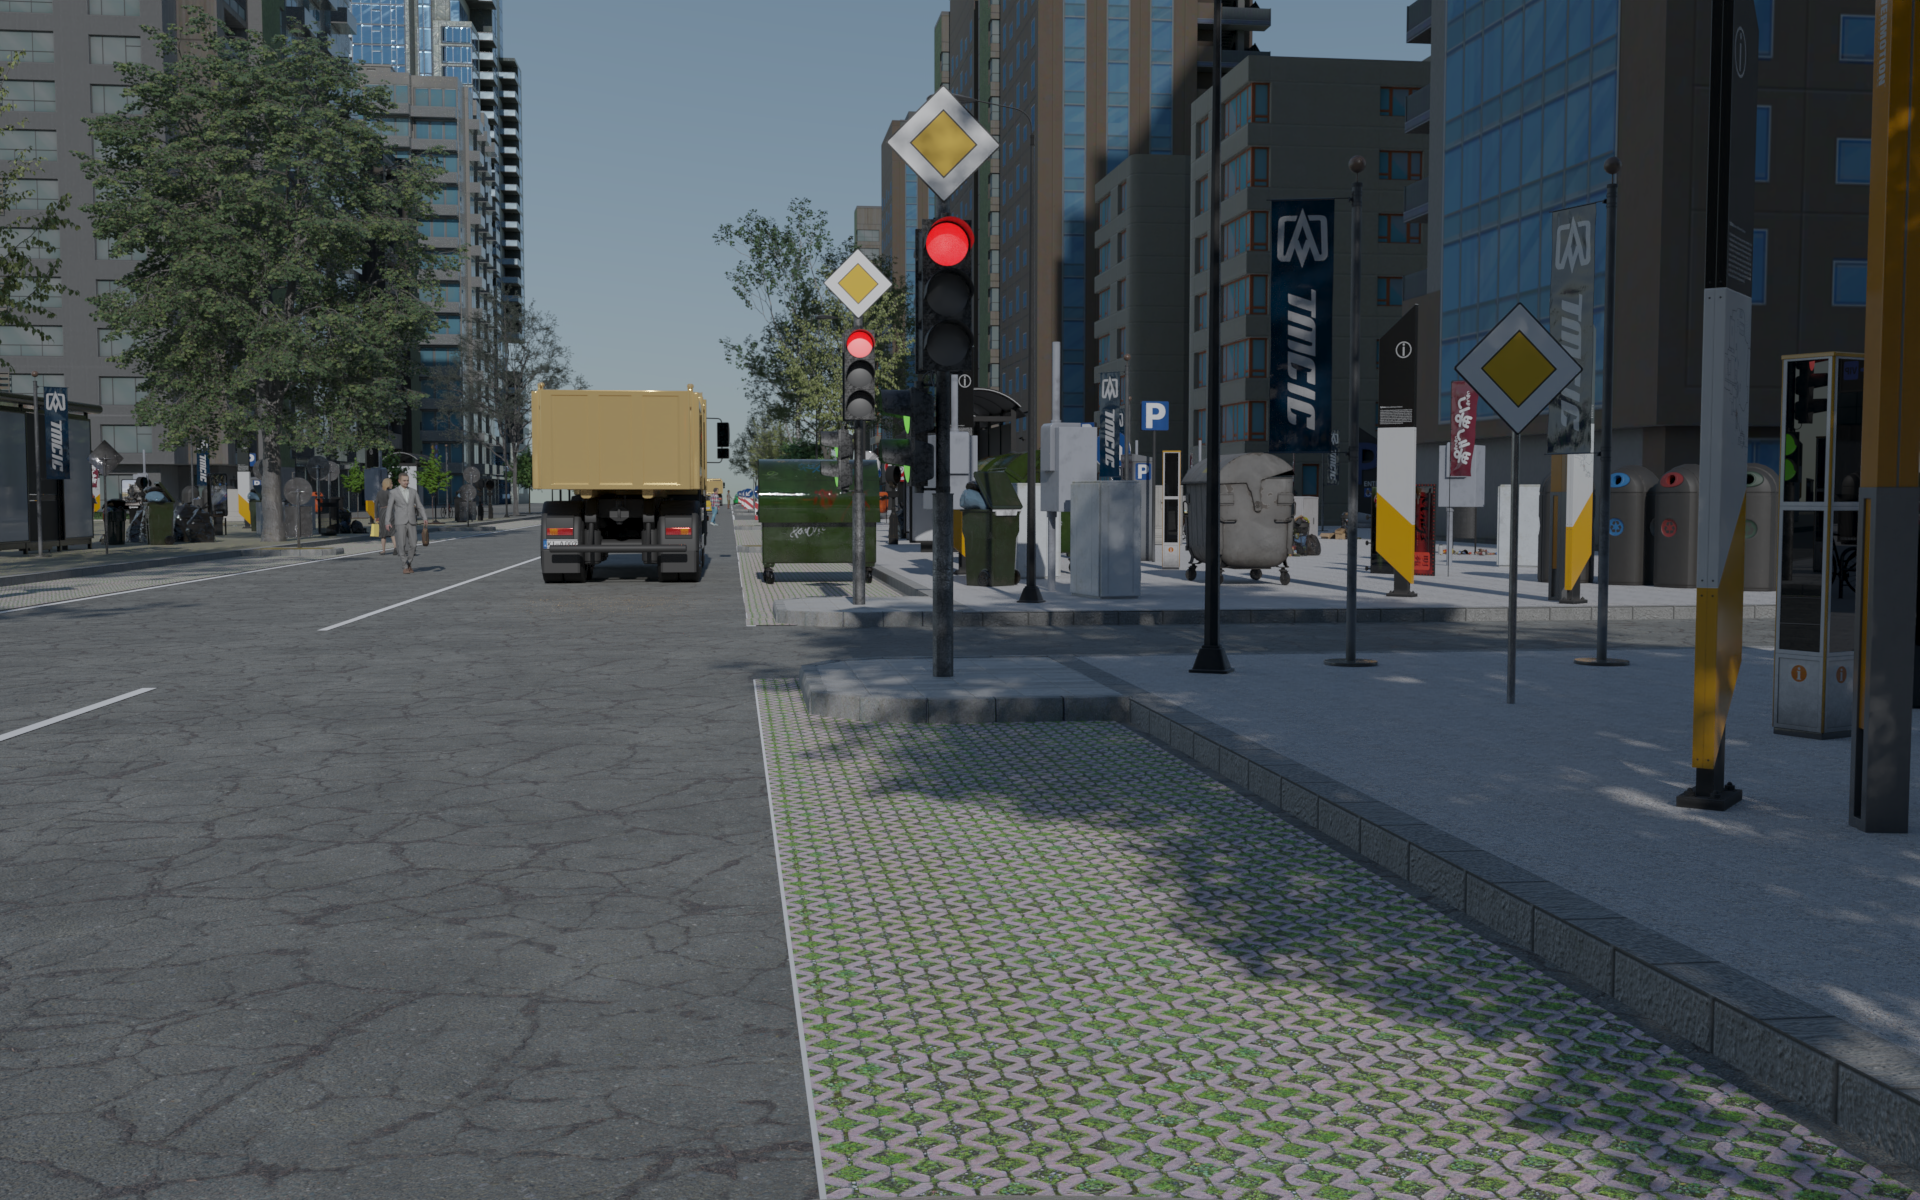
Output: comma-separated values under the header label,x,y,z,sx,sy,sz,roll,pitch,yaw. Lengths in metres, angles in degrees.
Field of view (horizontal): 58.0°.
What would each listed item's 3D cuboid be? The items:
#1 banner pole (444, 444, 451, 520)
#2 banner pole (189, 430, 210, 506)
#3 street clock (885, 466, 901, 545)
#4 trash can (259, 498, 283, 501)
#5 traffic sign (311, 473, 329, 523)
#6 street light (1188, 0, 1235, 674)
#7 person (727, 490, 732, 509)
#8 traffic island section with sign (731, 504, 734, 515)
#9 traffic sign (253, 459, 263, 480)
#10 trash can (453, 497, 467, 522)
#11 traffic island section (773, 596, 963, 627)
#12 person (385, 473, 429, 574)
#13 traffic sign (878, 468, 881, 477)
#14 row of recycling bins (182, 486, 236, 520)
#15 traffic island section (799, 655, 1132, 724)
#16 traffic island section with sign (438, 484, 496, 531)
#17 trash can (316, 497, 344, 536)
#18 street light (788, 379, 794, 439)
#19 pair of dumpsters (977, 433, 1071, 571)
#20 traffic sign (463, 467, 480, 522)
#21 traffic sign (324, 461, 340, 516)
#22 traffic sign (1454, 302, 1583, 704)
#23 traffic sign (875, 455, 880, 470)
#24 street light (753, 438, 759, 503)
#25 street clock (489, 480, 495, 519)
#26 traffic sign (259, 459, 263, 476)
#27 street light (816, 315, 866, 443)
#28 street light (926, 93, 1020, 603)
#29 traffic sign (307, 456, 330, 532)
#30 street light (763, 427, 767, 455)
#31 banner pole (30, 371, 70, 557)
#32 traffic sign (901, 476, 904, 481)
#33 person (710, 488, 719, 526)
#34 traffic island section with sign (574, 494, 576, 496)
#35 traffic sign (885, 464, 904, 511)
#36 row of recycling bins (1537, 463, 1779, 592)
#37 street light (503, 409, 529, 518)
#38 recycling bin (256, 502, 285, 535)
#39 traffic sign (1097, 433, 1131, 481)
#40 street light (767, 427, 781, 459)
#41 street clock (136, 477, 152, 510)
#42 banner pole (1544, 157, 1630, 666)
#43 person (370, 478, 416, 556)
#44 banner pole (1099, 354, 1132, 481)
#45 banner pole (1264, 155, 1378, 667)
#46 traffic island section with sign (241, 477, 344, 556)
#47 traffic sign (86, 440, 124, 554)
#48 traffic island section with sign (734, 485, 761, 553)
label,x,y,z,sx,sy,sz,roll,pitch,yaw
banner pole,-25.767,-5.935,87.056,0.401,3.779,0.863,-1,4,-21
banner pole,-29.305,-4.689,66.690,0.863,3.779,0.401,-1,4,-20
street clock,-1.692,-2.411,43.991,0.358,2.002,0.471,2,4,25
trash can,-22.741,-2.787,57.222,0.748,1.137,0.748,0,3,0
traffic sign,-24.095,-3.975,65.099,0.768,2.556,0.104,0,4,2
street light,1.280,-2.429,12.261,1.470,5.913,1.316,0,4,-8
person,-21.878,-9.513,164.044,0.705,1.824,1.348,1,4,11
traffic island section with sign,-8.058,-3.723,69.499,1.989,1.847,2.006,0,4,-8
traffic sign,-25.368,-3.851,63.078,0.768,2.556,0.104,0,4,0
trash can,-22.702,-4.111,78.861,0.748,1.137,0.748,0,3,0
traffic island section,-1.151,0.132,20.121,2.009,0.180,2.903,0,4,-8
person,-9.942,-1.377,31.137,0.709,1.813,0.853,-3,4,-38
traffic sign,-3.700,-4.456,72.966,0.768,2.556,0.104,0,4,2
row of recycling bins,-36.863,-4.848,86.371,3.534,1.692,1.069,-2,4,-27
traffic island section,-0.097,0.616,12.205,2.009,0.180,2.903,0,4,-8
traffic island section with sign,-19.134,-3.591,67.337,1.989,1.847,2.006,0,4,-8
trash can,-19.357,-2.535,53.099,0.748,1.137,0.748,0,3,0
street light,-6.320,-5.949,69.812,1.470,5.913,1.316,0,4,-8
pair of dumpsters,1.042,-1.661,29.644,1.574,2.255,4.437,0,4,-8
traffic sign,-22.577,-4.892,80.090,0.768,2.556,0.104,0,4,-4
traffic sign,-24.331,-4.083,66.857,0.768,2.556,0.104,0,4,-7
traffic sign,3.372,-0.572,10.538,0.795,2.450,0.064,0,4,-4
traffic sign,-2.750,-3.135,51.364,0.768,2.556,0.104,0,4,-1
street light,-16.319,-10.532,144.737,1.470,5.913,1.316,0,4,-8
street clock,-24.221,-5.181,89.275,0.471,2.002,0.358,-2,4,-26
traffic sign,-23.456,-3.594,58.871,0.768,2.556,0.104,0,4,1
street light,-3.040,-4.437,45.078,1.470,5.913,1.316,0,4,-8
street light,0.306,-2.920,20.282,1.470,5.913,1.316,0,4,-8
traffic sign,-21.281,-3.508,57.457,0.768,2.556,0.104,0,4,0
street light,-12.939,-9.020,120.016,1.470,5.913,1.316,0,4,-8
banner pole,-18.641,-2.780,35.464,0.401,3.779,0.863,3,5,41
traffic sign,-2.653,-4.442,72.629,0.884,2.594,0.081,0,3,0
person,-11.179,-4.248,78.792,0.643,1.720,0.563,-3,5,-39
traffic island section with sign,-25.843,-6.673,117.737,1.989,1.847,2.006,0,4,-8
traffic sign,-2.087,-3.472,56.880,0.768,2.556,0.104,0,4,1
row of recycling bins,9.711,-1.045,24.195,1.069,1.692,3.534,-3,5,-39
street light,-24.106,-7.433,94.067,1.470,5.913,1.316,0,4,-8
recycling bin,-21.637,-2.556,54.350,0.722,1.027,0.722,-2,4,-34
traffic sign,3.041,-2.124,34.839,0.768,2.556,0.104,0,4,-5
street light,-9.649,-7.471,94.687,1.470,5.913,1.316,0,4,-8
street clock,-33.975,-4.123,71.978,0.358,2.002,0.471,1,4,17
banner pole,4.753,-1.416,13.174,0.401,3.779,0.863,-2,4,-23
person,-13.238,-1.935,40.359,0.699,1.804,1.509,-2,4,-33
banner pole,2.819,-2.518,31.184,0.863,3.779,0.401,3,5,45
banner pole,2.711,-1.403,12.951,0.863,3.779,0.401,1,4,9
traffic island section with sign,-15.583,-1.956,40.601,1.989,1.847,2.006,0,4,-8
traffic sign,-18.188,-2.182,36.866,0.795,2.450,0.064,0,4,0
traffic island section with sign,-4.506,-2.089,42.778,1.989,1.847,2.006,0,4,-8
